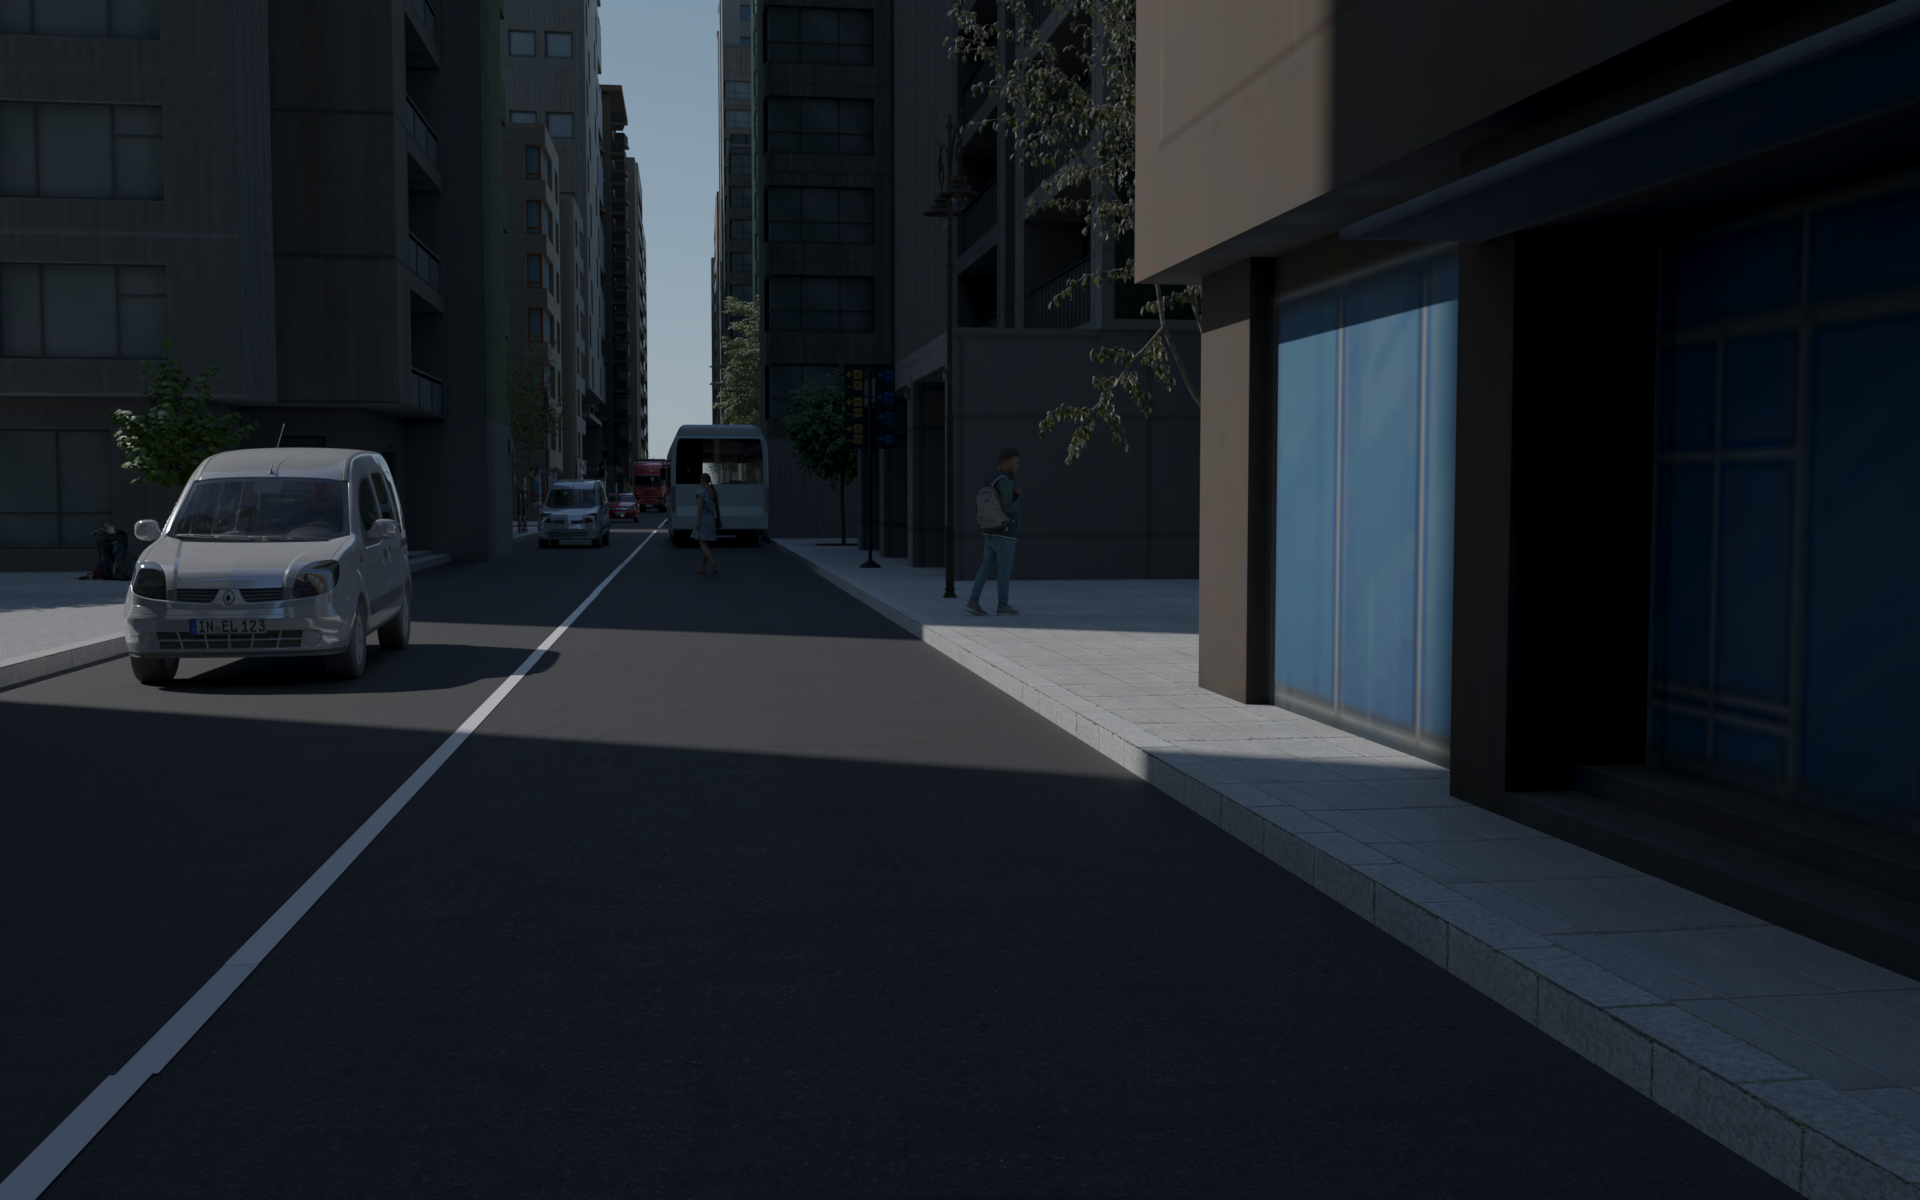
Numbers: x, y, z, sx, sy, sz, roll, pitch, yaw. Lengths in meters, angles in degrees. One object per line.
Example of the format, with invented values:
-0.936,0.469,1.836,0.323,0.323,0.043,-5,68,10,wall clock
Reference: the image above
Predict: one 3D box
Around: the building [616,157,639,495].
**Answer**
-45.131,-31.785,203.281,14.154,41.232,14.086,-1,4,-9,building

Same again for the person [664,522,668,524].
-13.837,-4.574,82.653,0.474,1.900,0.648,-2,4,-32,person

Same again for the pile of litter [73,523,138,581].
-12.596,-0.742,26.104,1.719,0.858,1.176,3,4,38,pile of litter

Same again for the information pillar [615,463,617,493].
-26.241,-8.619,132.278,0.183,3.616,0.504,0,4,-4,information pillar

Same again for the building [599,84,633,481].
-45.855,-32.190,180.924,22.147,44.769,28.867,-1,4,-9,building

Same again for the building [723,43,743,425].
-14.974,-29.257,161.944,14.154,41.232,14.086,-1,4,-9,building

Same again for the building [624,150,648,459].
-54.681,-37.617,238.746,21.300,48.544,21.600,-1,4,-9,building

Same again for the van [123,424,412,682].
-5.701,-0.464,14.591,2.013,2.044,4.112,-1,4,-10,van

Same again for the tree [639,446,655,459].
-41.186,-16.519,220.452,4.737,8.622,4.395,0,3,0,tree

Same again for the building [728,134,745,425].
-12.010,-22.711,143.032,14.160,30.474,14.107,-1,4,-9,building

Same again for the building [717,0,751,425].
-18.673,-40.899,210.701,21.231,58.520,28.212,-1,4,-9,building

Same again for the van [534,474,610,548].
-10.543,-2.470,47.397,2.013,2.044,4.112,0,4,-7,van

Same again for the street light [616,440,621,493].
-29.398,-10.791,149.223,0.468,5.910,1.993,-1,4,-9,street light

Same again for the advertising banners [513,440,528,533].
-14.479,-3.718,56.977,0.090,3.025,2.074,0,4,-3,advertising banners

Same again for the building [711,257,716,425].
-33.359,-36.871,286.430,14.154,41.232,14.086,-1,4,-9,building

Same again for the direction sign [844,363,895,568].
-1.564,-2.331,30.109,0.876,3.537,0.379,0,4,-4,direction sign

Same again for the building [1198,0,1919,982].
9.086,-21.678,4.542,14.600,45.320,14.200,-1,4,-9,building

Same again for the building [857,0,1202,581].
9.284,-36.159,29.444,20.563,71.187,20.611,-1,4,-9,building

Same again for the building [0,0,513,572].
-16.750,-21.371,33.005,14.154,41.232,14.086,-1,4,-9,building

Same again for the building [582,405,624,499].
-41.170,-43.872,155.557,20.563,71.187,20.611,-1,4,-9,building

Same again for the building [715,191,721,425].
-28.111,-36.698,250.117,14.600,45.320,14.200,-1,4,-9,building

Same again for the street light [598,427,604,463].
-24.650,-8.934,118.865,0.468,5.910,1.993,-1,4,-9,street light

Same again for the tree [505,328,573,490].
-19.415,-7.763,77.289,4.737,8.622,4.395,0,3,0,tree

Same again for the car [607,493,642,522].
-17.449,-4.902,89.182,2.155,1.783,4.494,-1,4,-10,car

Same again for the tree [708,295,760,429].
-9.047,-10.375,87.752,7.486,12.596,7.792,0,3,0,tree

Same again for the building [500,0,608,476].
-40.840,-33.031,129.292,28.713,52.752,27.495,-1,4,-9,building

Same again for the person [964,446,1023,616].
0.420,-0.723,18.212,0.721,1.781,0.623,-3,4,-38,person

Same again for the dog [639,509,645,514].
-22.659,-6.277,122.821,0.550,0.427,0.748,-2,4,-34,dog

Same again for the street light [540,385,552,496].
-17.625,-6.181,73.842,0.468,5.910,1.993,-1,4,-9,street light

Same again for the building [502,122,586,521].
-35.200,-15.179,93.212,27.650,21.520,28.899,-1,4,-9,building

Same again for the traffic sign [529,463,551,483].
-15.914,-3.877,65.578,0.795,2.593,0.064,-1,4,-9,traffic sign

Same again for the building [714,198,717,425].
-27.121,-39.443,268.600,21.300,48.544,21.600,-1,4,-9,building

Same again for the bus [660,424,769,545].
-7.531,-3.517,52.366,2.948,3.499,13.247,-1,4,-10,bus

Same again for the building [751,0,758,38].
-6.959,-26.467,116.331,14.154,41.232,14.086,-1,4,-9,building

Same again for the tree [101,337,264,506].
-9.848,-1.649,21.555,1.663,3.219,1.824,0,3,0,tree

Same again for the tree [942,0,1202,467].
2.159,-3.929,14.599,4.360,8.622,3.978,0,3,0,tree

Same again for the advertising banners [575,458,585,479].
-19.889,-5.685,89.138,0.090,3.025,2.074,2,4,23,advertising banners

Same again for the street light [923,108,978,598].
-0.124,-2.966,21.286,0.468,5.910,1.993,-1,4,-9,street light

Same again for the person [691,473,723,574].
-4.488,-1.368,30.964,0.616,1.811,0.778,-3,4,-38,person

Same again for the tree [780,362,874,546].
-2.882,-3.651,43.406,4.285,4.588,4.351,0,3,0,tree

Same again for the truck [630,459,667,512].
-24.849,-9.199,139.318,2.839,4.237,11.283,0,4,-8,truck

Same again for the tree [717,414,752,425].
-16.392,-11.131,132.361,4.360,8.622,3.978,0,3,0,tree

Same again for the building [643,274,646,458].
-59.804,-39.481,265.121,23.786,49.044,30.456,-1,4,-9,building

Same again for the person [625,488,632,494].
-20.964,-6.163,109.359,0.679,1.850,0.850,-3,5,-41,person

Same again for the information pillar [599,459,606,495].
-23.569,-7.513,114.189,0.504,3.616,0.183,1,4,20,information pillar

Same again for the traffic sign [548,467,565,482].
-17.139,-4.360,73.469,0.795,2.593,0.064,-1,4,-9,traffic sign

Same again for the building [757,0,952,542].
0.347,-17.436,56.778,14.160,30.474,14.107,-1,4,-9,building
